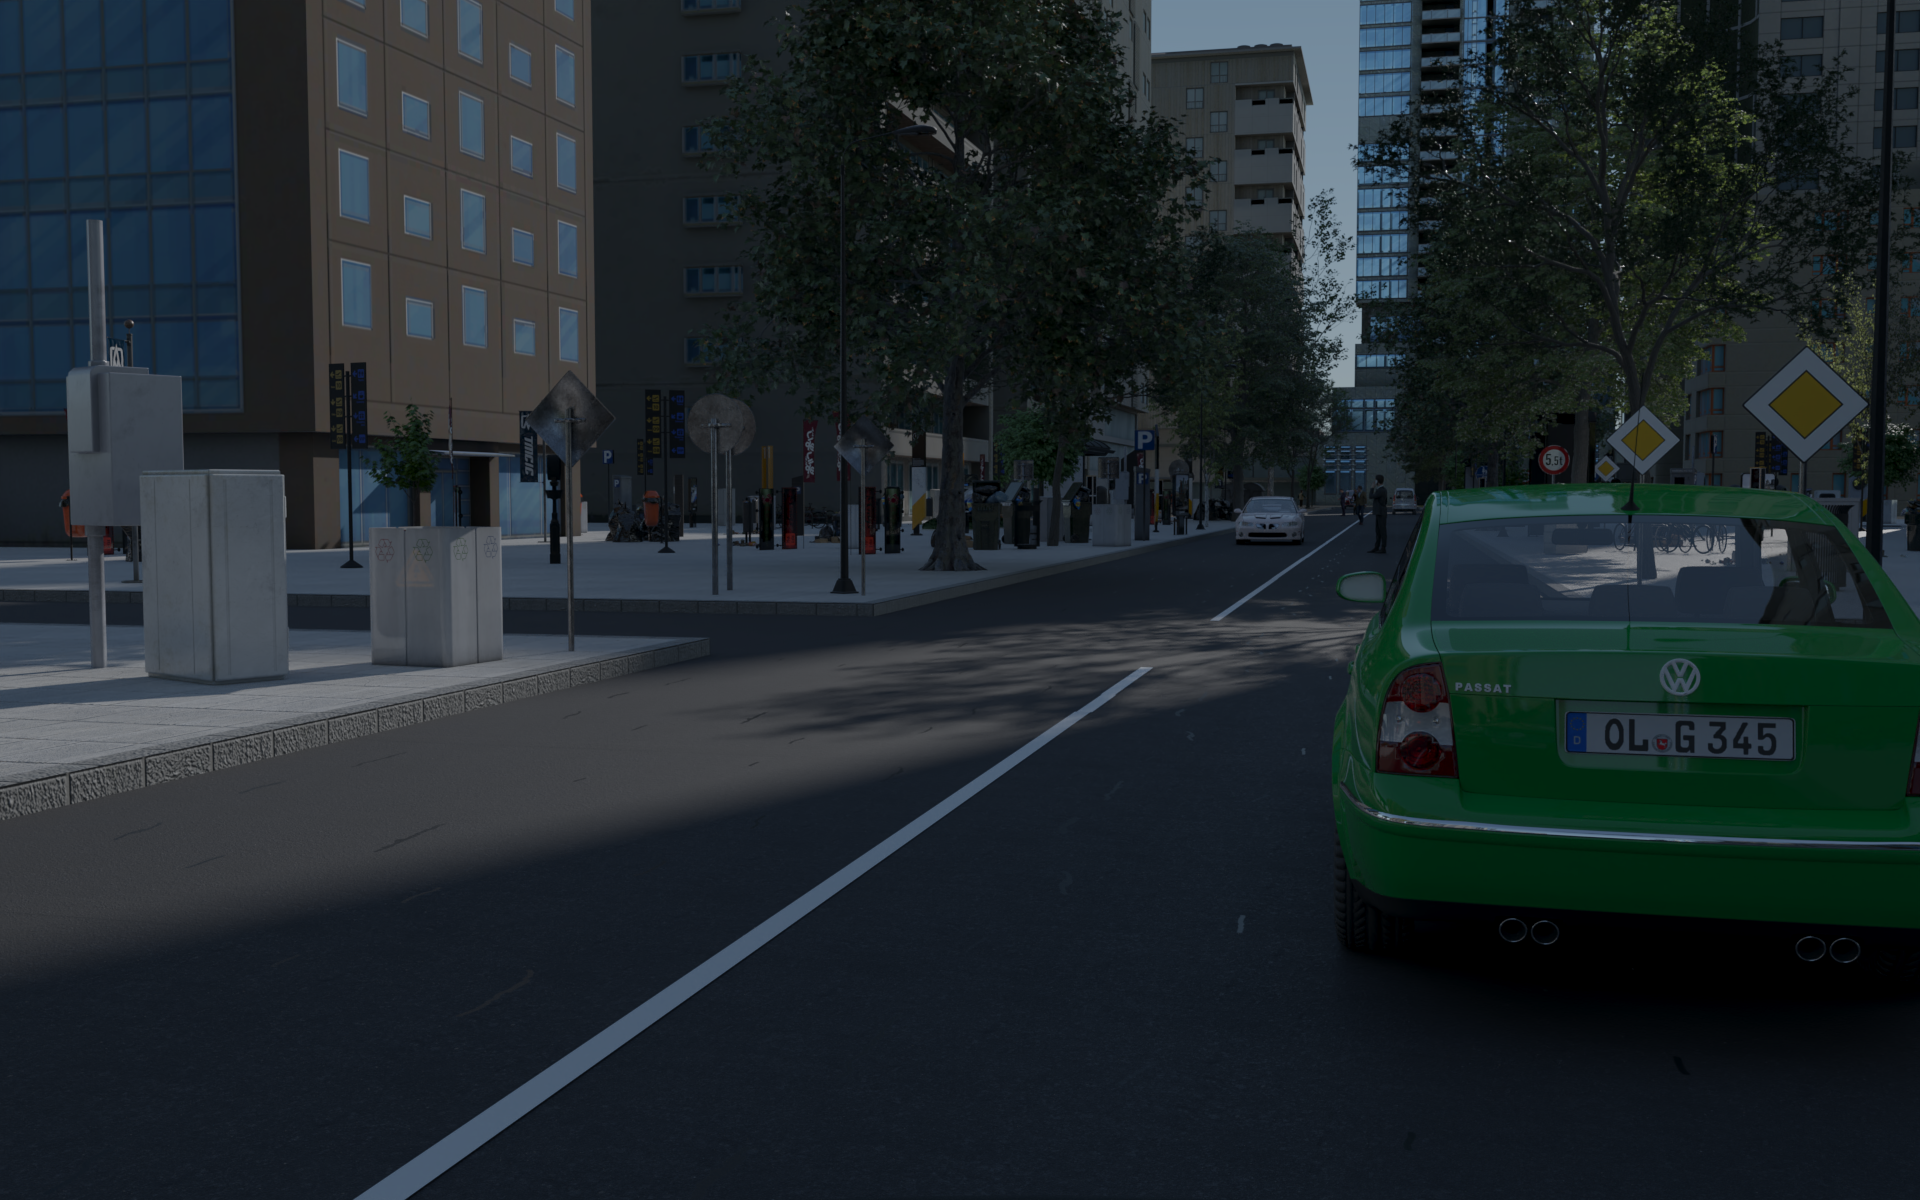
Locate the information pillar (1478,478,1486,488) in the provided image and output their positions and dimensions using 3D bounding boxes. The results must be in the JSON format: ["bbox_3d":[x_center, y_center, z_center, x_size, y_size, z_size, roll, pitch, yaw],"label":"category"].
[{"bbox_3d":[23.411,-4.479,77.727,0.304,2.012,0.304,1,4,11],"label":"information pillar"}]

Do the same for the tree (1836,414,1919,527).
[{"bbox_3d":[36.579,-5.188,68.534,4.285,4.588,4.351,0,3,0],"label":"tree"}]

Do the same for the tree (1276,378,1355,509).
[{"bbox_3d":[30.622,-13.791,151.238,9.928,11.665,9.643,0,3,0],"label":"tree"}]

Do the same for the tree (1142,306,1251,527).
[{"bbox_3d":[9.366,-7.125,66.852,4.737,8.622,4.395,0,3,0],"label":"tree"}]

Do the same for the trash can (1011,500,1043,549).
[{"bbox_3d":[1.564,-1.756,40.369,0.748,1.137,0.748,0,3,0],"label":"trash can"}]

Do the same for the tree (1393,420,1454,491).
[{"bbox_3d":[45.697,-15.776,164.591,9.857,13.997,8.962,0,3,0],"label":"tree"}]

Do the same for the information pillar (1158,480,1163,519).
[{"bbox_3d":[10.234,-5.162,88.883,0.304,2.012,0.304,-1,4,-11],"label":"information pillar"}]

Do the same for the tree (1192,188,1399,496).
[{"bbox_3d":[20.353,-15.425,108.085,12.611,20.169,13.585,0,3,0],"label":"tree"}]

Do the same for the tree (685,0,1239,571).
[{"bbox_3d":[-0.031,-6.834,28.743,9.611,12.733,9.660,0,3,0],"label":"tree"}]

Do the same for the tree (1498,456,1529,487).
[{"bbox_3d":[21.622,-4.489,67.990,1.663,3.219,1.824,0,3,0],"label":"tree"}]

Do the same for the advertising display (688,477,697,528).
[{"bbox_3d":[-10.201,-3.724,66.102,0.123,1.923,0.974,0,4,5],"label":"advertising display"}]

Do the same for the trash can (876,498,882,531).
[{"bbox_3d":[-3.055,-2.932,59.589,0.748,1.137,0.748,0,3,0],"label":"trash can"}]

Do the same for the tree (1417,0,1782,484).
[{"bbox_3d":[14.269,-7.353,38.342,7.486,12.596,7.792,0,3,0],"label":"tree"}]

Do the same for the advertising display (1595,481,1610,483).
[{"bbox_3d":[31.812,-4.950,86.139,0.974,1.923,0.123,0,4,1],"label":"advertising display"}]

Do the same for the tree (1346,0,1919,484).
[{"bbox_3d":[10.426,-5.618,26.270,8.767,10.594,7.601,0,4,0],"label":"tree"}]

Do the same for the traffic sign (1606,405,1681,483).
[{"bbox_3d":[7.693,-0.974,19.567,0.795,2.450,0.064,1,4,14],"label":"traffic sign"}]

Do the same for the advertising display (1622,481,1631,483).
[{"bbox_3d":[33.857,-5.082,88.297,0.974,1.923,0.123,0,4,1],"label":"advertising display"}]

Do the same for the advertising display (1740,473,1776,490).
[{"bbox_3d":[24.042,-2.875,52.217,0.974,1.923,0.123,1,4,11],"label":"advertising display"}]

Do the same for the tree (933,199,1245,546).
[{"bbox_3d":[2.522,-6.590,42.164,7.601,10.594,8.767,3,5,44],"label":"tree"}]

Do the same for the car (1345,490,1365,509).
[{"bbox_3d":[37.327,-9.510,164.162,2.281,1.827,5.304,1,4,12],"label":"car"}]

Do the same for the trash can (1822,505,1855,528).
[{"bbox_3d":[11.436,-0.693,22.984,0.748,1.137,0.748,0,3,0],"label":"trash can"}]

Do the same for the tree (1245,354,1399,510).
[{"bbox_3d":[26.738,-14.014,139.493,12.009,13.543,11.850,0,3,0],"label":"tree"}]

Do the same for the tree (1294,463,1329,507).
[{"bbox_3d":[33.765,-11.177,166.454,4.285,4.588,4.351,0,3,0],"label":"tree"}]

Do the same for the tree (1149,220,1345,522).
[{"bbox_3d":[13.103,-10.637,80.569,9.857,13.997,8.962,0,3,0],"label":"tree"}]

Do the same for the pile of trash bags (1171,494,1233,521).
[{"bbox_3d":[11.860,-4.540,83.986,3.447,1.369,1.912,-1,4,-9],"label":"pile of trash bags"}]

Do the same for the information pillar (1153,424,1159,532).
[{"bbox_3d":[6.579,-4.071,57.921,0.183,3.616,0.504,0,4,-1],"label":"information pillar"}]

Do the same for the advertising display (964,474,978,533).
[{"bbox_3d":[0.108,-3.131,56.399,0.974,1.923,0.123,-1,4,-9],"label":"advertising display"}]

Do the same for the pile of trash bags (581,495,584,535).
[{"bbox_3d":[-13.233,-2.757,54.833,3.447,1.369,1.912,2,4,33],"label":"pile of trash bags"}]

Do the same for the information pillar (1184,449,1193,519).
[{"bbox_3d":[11.694,-5.955,88.723,0.504,3.616,0.183,-2,4,-26],"label":"information pillar"}]

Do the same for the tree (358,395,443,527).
[{"bbox_3d":[-10.624,-2.403,33.894,1.663,3.219,1.824,0,3,0],"label":"tree"}]

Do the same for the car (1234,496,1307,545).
[{"bbox_3d":[9.054,-2.326,50.395,2.083,1.381,4.827,1,4,13],"label":"car"}]

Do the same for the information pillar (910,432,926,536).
[{"bbox_3d":[-1.277,-3.798,53.457,0.504,3.616,0.183,2,4,32],"label":"information pillar"}]

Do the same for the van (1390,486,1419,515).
[{"bbox_3d":[31.211,-7.013,121.668,2.013,2.044,4.112,1,4,14],"label":"van"}]

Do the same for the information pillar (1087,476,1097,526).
[{"bbox_3d":[5.253,-3.958,69.199,0.304,2.012,0.304,2,4,34],"label":"information pillar"}]

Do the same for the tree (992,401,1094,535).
[{"bbox_3d":[2.676,-4.391,55.503,4.285,4.588,4.351,0,3,0],"label":"tree"}]

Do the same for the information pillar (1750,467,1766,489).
[{"bbox_3d":[21.851,-2.630,47.489,0.304,2.012,0.304,-3,5,-41],"label":"information pillar"}]

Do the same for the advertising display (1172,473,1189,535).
[{"bbox_3d":[6.925,-3.006,54.359,0.123,1.923,0.974,2,4,33],"label":"advertising display"}]

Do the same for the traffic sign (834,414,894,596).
[{"bbox_3d":[-1.218,-1.112,21.827,0.795,2.450,0.064,1,4,14],"label":"traffic sign"}]

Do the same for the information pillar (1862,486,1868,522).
[{"bbox_3d":[41.576,-5.384,79.376,0.183,3.616,0.504,-3,5,-43],"label":"information pillar"}]

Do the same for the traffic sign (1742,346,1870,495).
[{"bbox_3d":[5.740,-0.500,11.824,0.795,2.450,0.064,1,4,14],"label":"traffic sign"}]

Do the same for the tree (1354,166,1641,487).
[{"bbox_3d":[18.586,-8.742,59.938,9.611,12.733,9.660,0,3,0],"label":"tree"}]

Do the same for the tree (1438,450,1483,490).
[{"bbox_3d":[32.224,-7.757,110.541,4.285,4.588,4.351,0,3,0],"label":"tree"}]

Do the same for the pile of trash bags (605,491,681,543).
[{"bbox_3d":[-8.412,-2.239,46.363,1.912,1.369,3.447,-1,4,-17],"label":"pile of trash bags"}]

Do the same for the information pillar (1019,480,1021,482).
[{"bbox_3d":[2.831,-5.508,81.412,0.183,3.616,0.504,-1,4,-13],"label":"information pillar"}]

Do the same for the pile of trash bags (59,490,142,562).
[{"bbox_3d":[-15.707,-1.453,33.501,3.447,1.369,1.912,0,4,3],"label":"pile of trash bags"}]

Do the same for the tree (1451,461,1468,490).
[{"bbox_3d":[25.693,-5.730,88.281,1.663,3.219,1.824,0,3,0],"label":"tree"}]

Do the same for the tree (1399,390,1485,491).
[{"bbox_3d":[41.874,-14.627,149.516,12.009,13.543,11.850,0,3,0],"label":"tree"}]

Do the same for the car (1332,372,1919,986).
[{"bbox_3d":[2.395,0.137,6.561,1.959,1.807,4.718,1,4,15],"label":"car"}]

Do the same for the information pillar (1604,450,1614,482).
[{"bbox_3d":[32.362,-5.812,86.381,0.504,3.616,0.183,2,4,35],"label":"information pillar"}]

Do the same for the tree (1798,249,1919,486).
[{"bbox_3d":[27.844,-6.288,53.169,4.360,8.622,3.978,0,3,0],"label":"tree"}]
